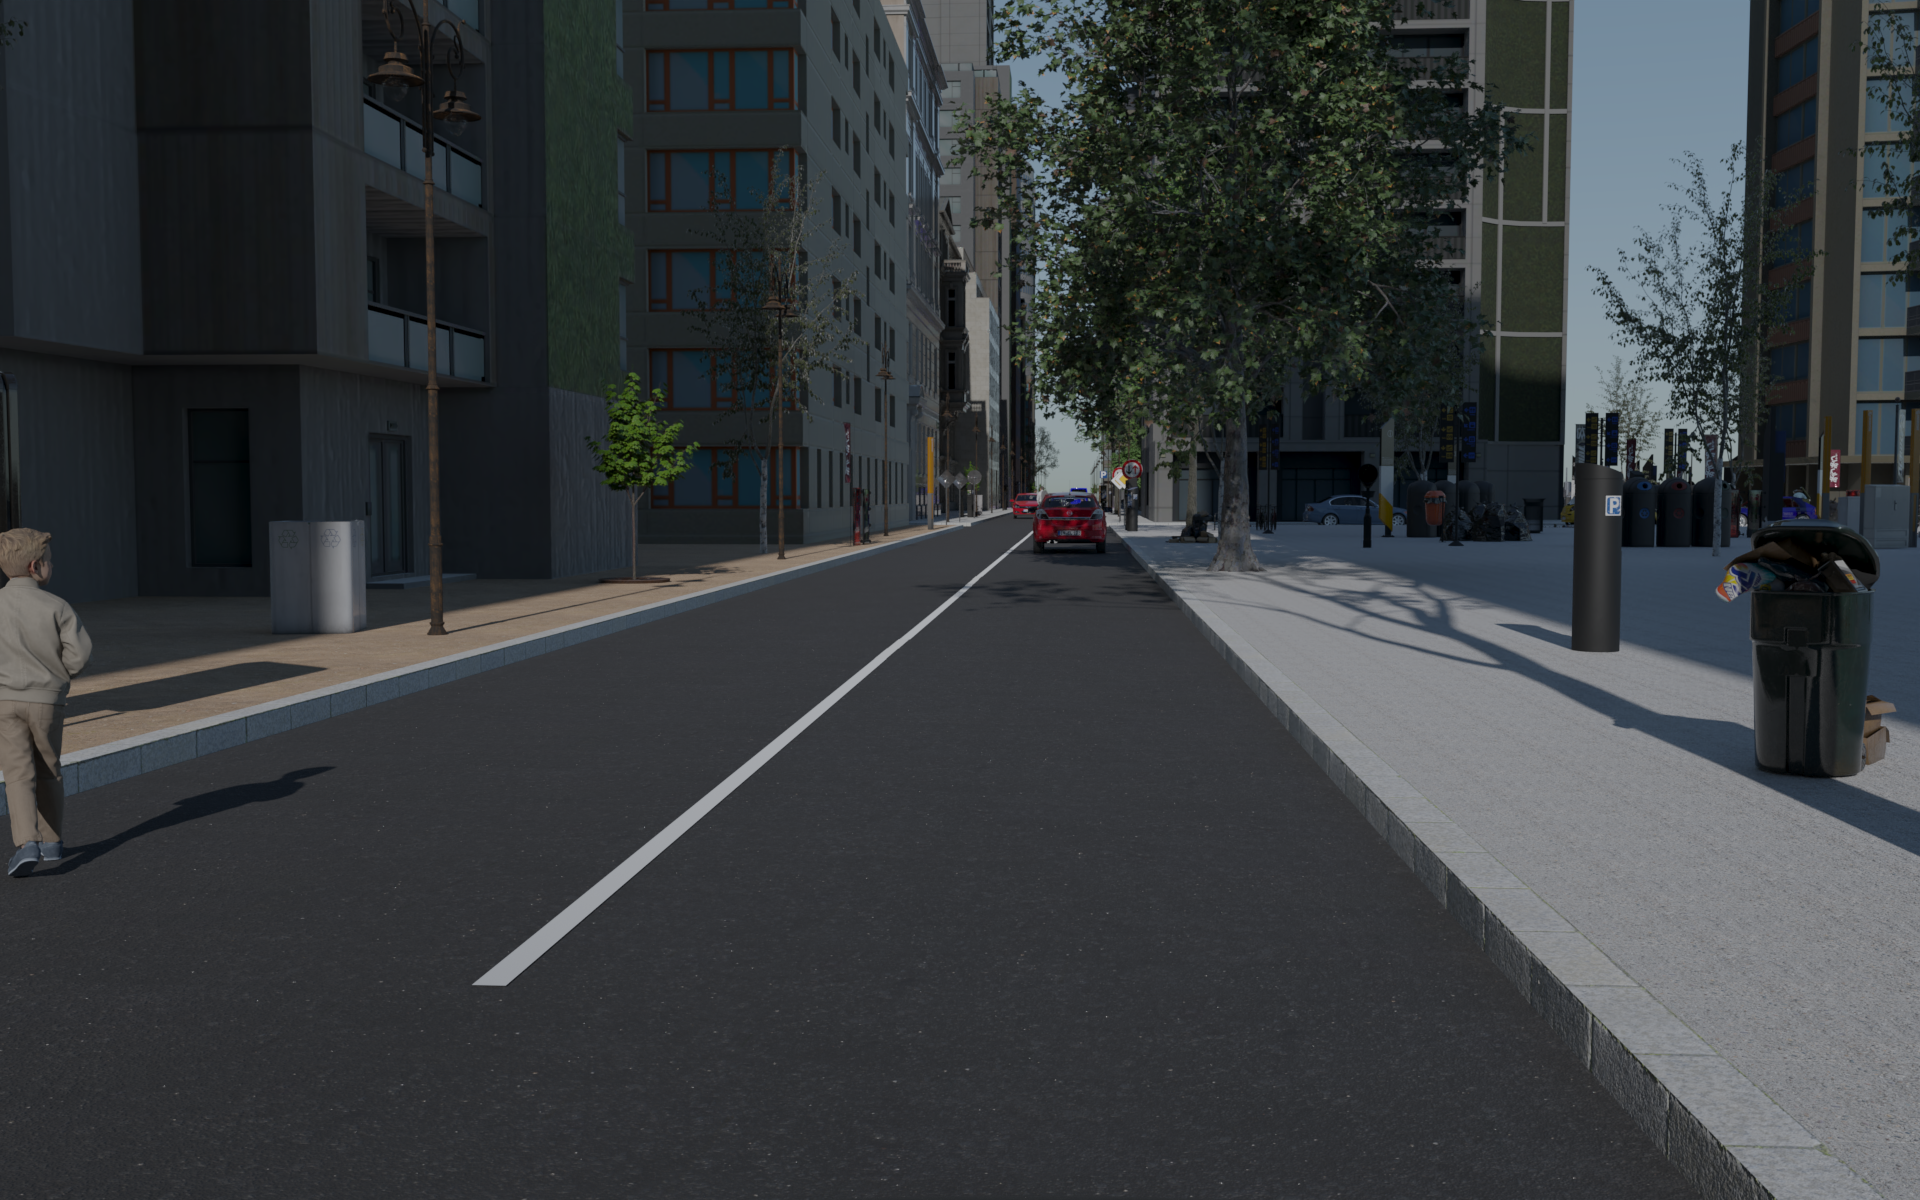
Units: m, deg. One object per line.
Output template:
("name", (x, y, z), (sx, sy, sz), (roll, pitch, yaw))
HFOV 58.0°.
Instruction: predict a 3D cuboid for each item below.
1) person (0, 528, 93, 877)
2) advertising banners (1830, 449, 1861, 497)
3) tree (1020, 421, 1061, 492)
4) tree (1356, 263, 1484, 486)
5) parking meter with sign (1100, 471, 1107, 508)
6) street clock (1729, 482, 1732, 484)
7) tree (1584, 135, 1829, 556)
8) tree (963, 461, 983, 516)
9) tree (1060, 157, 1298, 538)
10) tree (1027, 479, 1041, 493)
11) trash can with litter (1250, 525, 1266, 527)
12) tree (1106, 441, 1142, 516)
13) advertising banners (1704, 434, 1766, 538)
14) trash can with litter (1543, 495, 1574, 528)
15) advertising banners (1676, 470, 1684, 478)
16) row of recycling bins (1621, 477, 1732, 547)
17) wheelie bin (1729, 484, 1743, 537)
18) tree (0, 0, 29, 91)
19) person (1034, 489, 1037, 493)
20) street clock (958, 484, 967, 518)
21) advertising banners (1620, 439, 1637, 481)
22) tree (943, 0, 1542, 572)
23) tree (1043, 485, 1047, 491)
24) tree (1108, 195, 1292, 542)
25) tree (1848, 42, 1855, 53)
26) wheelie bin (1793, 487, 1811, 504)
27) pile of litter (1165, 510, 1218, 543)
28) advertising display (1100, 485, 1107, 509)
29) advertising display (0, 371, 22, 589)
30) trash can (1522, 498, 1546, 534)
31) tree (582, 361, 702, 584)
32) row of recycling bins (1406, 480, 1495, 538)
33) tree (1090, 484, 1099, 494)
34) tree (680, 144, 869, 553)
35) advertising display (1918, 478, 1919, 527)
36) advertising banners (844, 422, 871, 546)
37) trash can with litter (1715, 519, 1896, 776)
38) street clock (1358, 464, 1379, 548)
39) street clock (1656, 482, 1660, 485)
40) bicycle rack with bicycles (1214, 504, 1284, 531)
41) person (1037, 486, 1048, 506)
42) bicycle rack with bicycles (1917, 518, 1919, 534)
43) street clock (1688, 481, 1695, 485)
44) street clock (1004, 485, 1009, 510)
("person", (-3.561, 0.378, 6.588), (0.475, 1.303, 0.640), (-2, 4, -31))
("advertising banners", (34.933, -4.373, 67.693), (2.074, 3.025, 0.090), (1, 4, 10))
("tree", (9.080, -17.560, 221.513), (8.767, 10.594, 7.601), (1, 4, 17))
("tree", (14.964, -6.457, 55.936), (4.360, 8.622, 3.978), (0, 3, 0))
("parking meter with sign", (10.932, -8.277, 131.594), (0.543, 3.016, 1.738), (0, 4, 7))
("street clock", (46.870, -6.150, 105.119), (0.471, 2.002, 0.358), (1, 4, 11))
("tree", (15.417, -5.213, 35.600), (4.360, 8.622, 3.978), (0, 3, 0))
("tree", (0.521, -6.532, 101.394), (1.663, 3.219, 1.824), (0, 3, 0))
("tree", (6.952, -7.637, 50.614), (9.928, 11.665, 9.643), (0, 3, 0))
("tree", (8.846, -13.572, 216.496), (1.663, 3.219, 1.824), (0, 3, 0))
("trash can with litter", (11.094, -3.482, 67.990), (2.233, 1.210, 1.678), (0, 4, -8))
("tree", (10.185, -7.278, 102.701), (4.285, 4.588, 4.351), (0, 3, 0))
("advertising banners", (22.596, -3.330, 50.632), (2.074, 3.025, 0.090), (-1, 4, -9))
("trash can with litter", (23.516, -3.385, 66.395), (2.233, 1.210, 1.678), (1, 4, 14))
("advertising banners", (51.730, -7.965, 126.414), (2.074, 3.025, 0.090), (3, 4, 38))
("row of recycling bins", (16.850, -2.132, 41.979), (3.534, 1.692, 1.069), (0, 4, -3))
("wheelie bin", (23.095, -2.697, 52.011), (0.693, 1.594, 0.980), (1, 4, 16))
("tree", (-10.368, -3.920, 14.460), (4.360, 8.622, 3.978), (0, 3, 0))
("person", (5.083, -6.681, 118.087), (0.721, 1.781, 0.623), (0, 4, -8))
("street clock", (0.105, -5.519, 94.813), (0.471, 2.002, 0.358), (1, 4, 15))
("advertising banners", (21.100, -3.640, 55.694), (0.090, 3.025, 2.074), (-1, 4, -13))
("tree", (4.570, -6.833, 28.724), (9.611, 12.733, 9.660), (0, 3, 0))
("tree", (13.273, -17.780, 285.295), (1.663, 3.219, 1.824), (0, 3, 0))
("tree", (5.799, -5.364, 38.059), (4.737, 8.622, 4.395), (0, 3, 0))
("tree", (11.828, -4.171, 18.559), (4.360, 8.622, 3.978), (0, 3, 0))
("wheelie bin", (37.059, -4.183, 76.303), (0.693, 1.594, 0.980), (1, 4, 20))
("pile of litter", (6.244, -1.925, 45.440), (1.719, 0.858, 1.176), (3, 5, 45))
("advertising display", (10.447, -7.400, 126.203), (0.123, 1.923, 0.974), (2, 4, 28))
("advertising display", (-5.329, -0.252, 9.330), (0.974, 1.923, 0.123), (3, 4, 38))
("trash can", (18.710, -2.743, 56.497), (0.748, 1.137, 0.748), (0, 3, 0))
("tree", (-4.812, -1.861, 25.026), (1.663, 3.219, 1.824), (0, 3, 0))
("row of recycling bins", (14.801, -2.743, 51.969), (3.534, 1.692, 1.069), (-2, 4, -35))
("tree", (21.169, -17.002, 272.591), (1.663, 3.219, 1.824), (0, 3, 0))
("tree", (-4.176, -5.331, 37.518), (4.360, 8.622, 3.978), (0, 3, 0))
("advertising display", (37.886, -3.864, 68.396), (0.123, 1.923, 0.974), (2, 4, 32))
("advertising banners", (-2.559, -2.864, 43.014), (0.090, 3.025, 2.074), (1, 4, 15))
("trash can with litter", (4.034, 0.195, 8.193), (0.624, 1.170, 1.055), (3, 5, 39))
("street clock", (9.728, -2.247, 41.316), (0.471, 2.002, 0.358), (1, 4, 18))
("street clock", (42.183, -6.125, 104.715), (0.358, 2.002, 0.471), (2, 4, 26))
("bicycle rack with bicycles", (10.311, -2.950, 61.611), (2.852, 0.926, 2.925), (2, 4, 23))
("person", (4.169, -4.759, 86.415), (0.679, 1.850, 0.850), (0, 4, -4))
("bicycle rack with bicycles", (30.115, -2.586, 55.669), (2.925, 0.926, 2.852), (1, 4, 15))
("street clock", (39.802, -5.496, 94.433), (0.471, 2.002, 0.358), (1, 4, 21))
("street clock", (3.662, -8.228, 139.098), (0.358, 2.002, 0.471), (-3, 5, -41))
